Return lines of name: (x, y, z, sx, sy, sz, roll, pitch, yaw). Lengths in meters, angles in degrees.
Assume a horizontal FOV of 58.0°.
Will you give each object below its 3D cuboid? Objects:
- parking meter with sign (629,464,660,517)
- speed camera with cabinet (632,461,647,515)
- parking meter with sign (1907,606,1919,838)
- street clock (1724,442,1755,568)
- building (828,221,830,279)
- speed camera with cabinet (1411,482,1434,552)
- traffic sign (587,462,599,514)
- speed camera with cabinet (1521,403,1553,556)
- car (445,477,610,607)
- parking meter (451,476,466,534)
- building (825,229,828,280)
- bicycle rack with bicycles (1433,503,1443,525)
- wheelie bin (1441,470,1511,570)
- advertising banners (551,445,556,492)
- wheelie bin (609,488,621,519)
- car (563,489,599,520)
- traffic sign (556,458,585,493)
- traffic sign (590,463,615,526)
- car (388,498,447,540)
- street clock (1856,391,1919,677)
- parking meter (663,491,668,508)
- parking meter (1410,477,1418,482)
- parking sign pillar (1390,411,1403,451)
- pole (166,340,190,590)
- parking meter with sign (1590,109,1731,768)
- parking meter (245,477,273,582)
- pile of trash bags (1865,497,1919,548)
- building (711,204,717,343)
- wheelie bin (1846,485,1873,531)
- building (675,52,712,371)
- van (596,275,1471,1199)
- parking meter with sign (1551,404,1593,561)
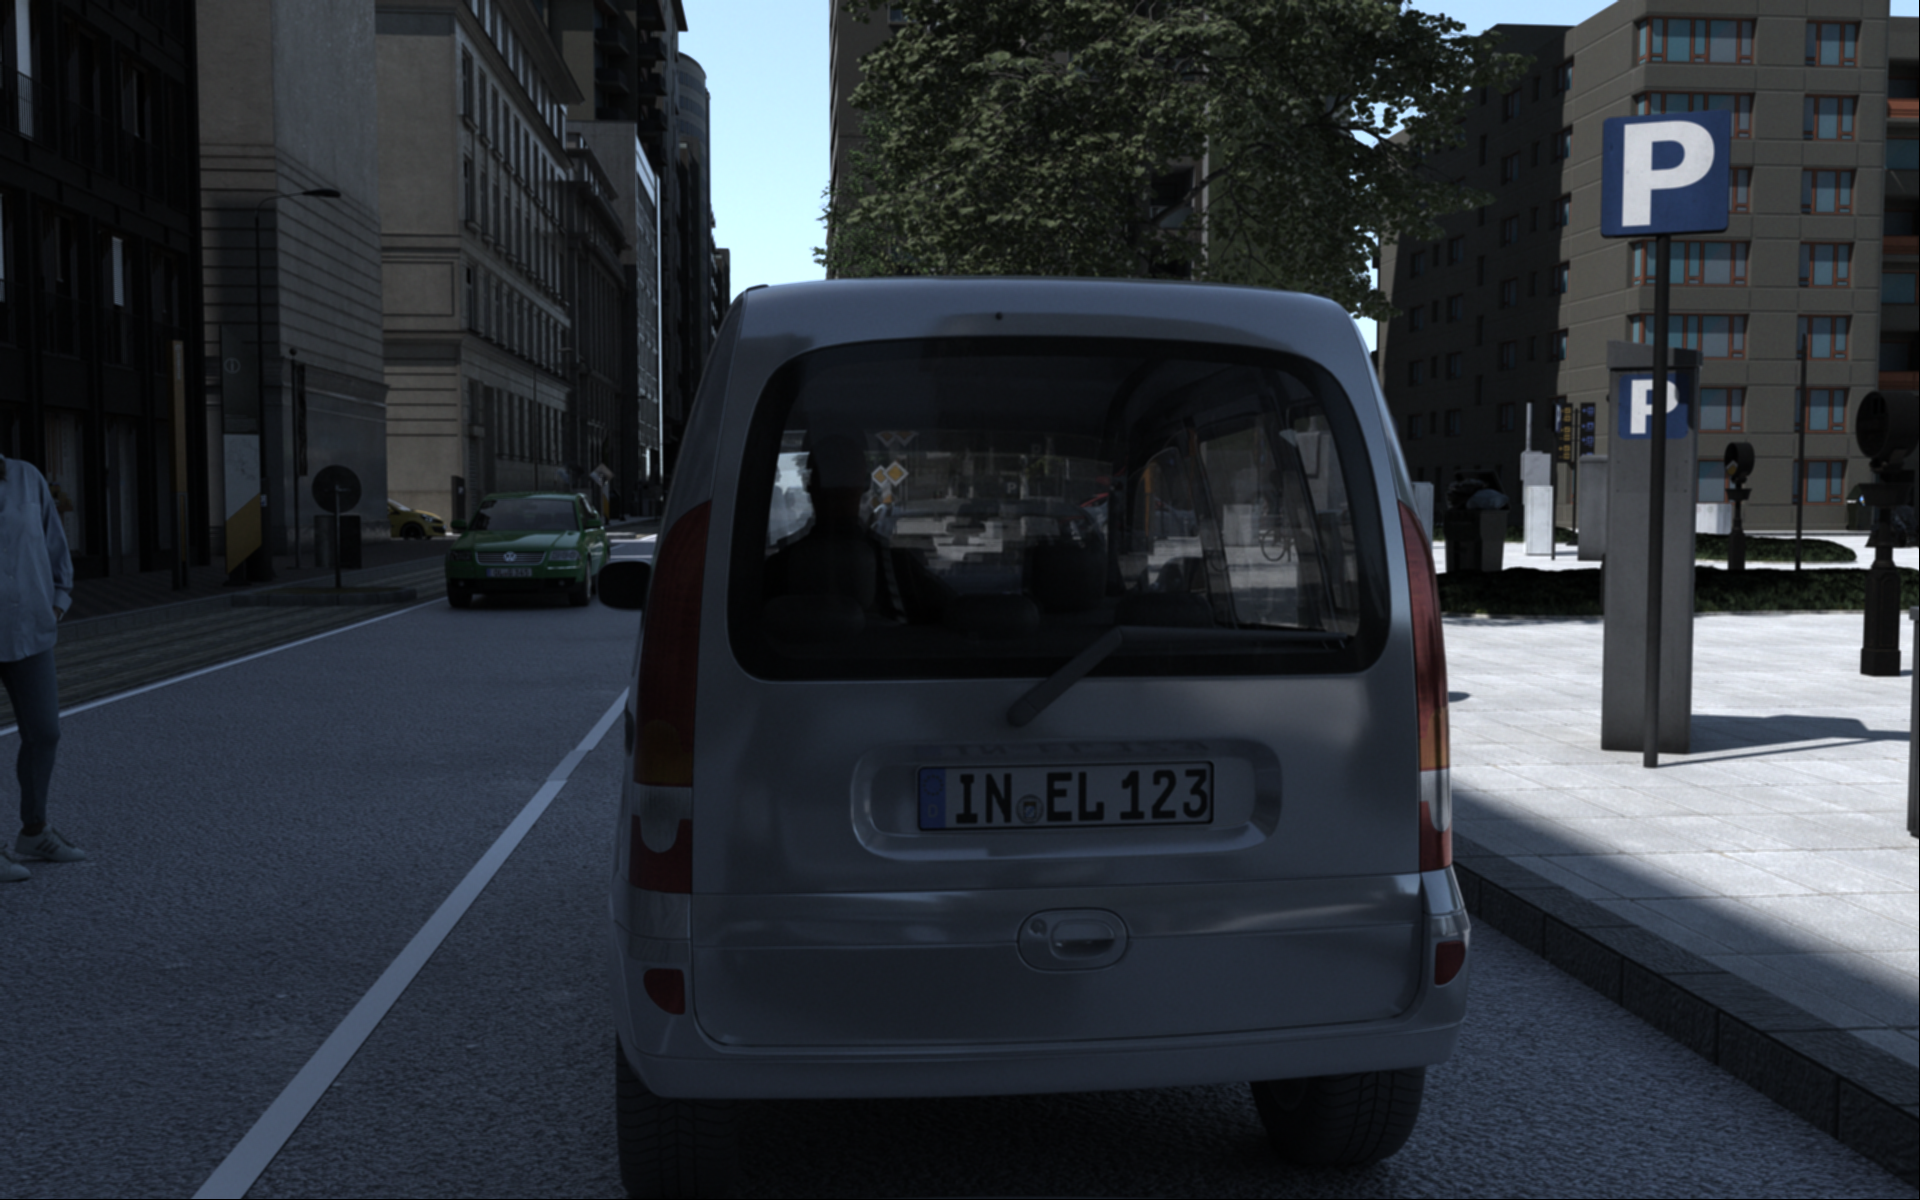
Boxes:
parking meter with sign: (-17.981, -6.269, 98.763, 1.738, 3.016, 0.543, -3, 5, -39)
speed camera with cabinet: (-19.397, -6.751, 104.707, 0.660, 3.252, 2.038, -1, 4, -19)
parking meter with sign: (4.419, -0.611, 6.244, 1.738, 3.016, 0.543, 0, 4, -1)
street clock: (10.912, -1.207, 24.299, 0.358, 2.002, 0.471, 0, 4, 1)
building: (-12.407, -34.947, 254.981, 14.154, 41.232, 14.086, 0, 4, -6)
speed camera with cabinet: (5.722, -1.858, 24.722, 2.038, 3.252, 0.660, 3, 5, 45)
traffic sign: (-14.865, -4.349, 71.117, 0.884, 2.594, 0.081, 0, 4, -3)
speed camera with cabinet: (12.340, -2.604, 36.915, 0.660, 3.252, 2.038, 1, 4, 15)
car: (-5.782, -0.897, 23.460, 1.959, 1.807, 4.718, 0, 4, -7)
parking meter: (-15.960, -3.023, 55.134, 0.255, 1.863, 0.399, 2, 4, 30)
building: (-10.315, -38.042, 276.613, 22.147, 44.769, 28.867, 0, 4, -6)
bicycle rack with bicycles: (17.748, -3.275, 66.927, 2.925, 0.926, 2.852, 2, 4, 30)
wheelie bin: (6.788, -0.910, 22.794, 0.693, 1.594, 0.980, -3, 4, -36)
advertising banners: (-14.241, -3.947, 60.728, 0.090, 3.025, 2.074, -1, 4, -9)
wheelie bin: (-17.568, -4.897, 87.981, 0.693, 1.594, 0.980, -1, 4, -9)
car: (-10.041, -2.103, 43.185, 1.959, 1.807, 4.718, 0, 4, -5)
traffic sign: (-10.711, -2.693, 47.671, 0.795, 2.450, 0.064, 0, 4, -6)
traffic sign: (-11.484, -3.179, 55.618, 0.795, 2.450, 0.064, 0, 4, -6)
car: (-17.265, -2.509, 51.241, 3.980, 1.641, 2.015, 0, 4, -6)
street clock: (6.513, -0.467, 12.199, 0.358, 2.002, 0.471, 0, 4, 1)
parking meter: (-22.031, -7.413, 129.616, 0.372, 1.533, 0.369, 0, 3, 0)
parking meter: (15.042, -3.181, 57.725, 0.399, 1.863, 0.255, -1, 4, -18)
parking sign pillar: (9.616, -3.168, 40.263, 1.447, 3.967, 1.447, -1, 4, -19)
pole: (-10.435, -1.790, 23.108, 0.158, 3.312, 0.155, 0, 3, 0)
parking meter with sign: (3.547, -0.767, 8.808, 0.543, 3.016, 1.738, 1, 4, 22)
parking meter: (-10.312, -1.041, 25.431, 0.372, 1.533, 0.369, 0, 3, 0)
pile of trash bags: (23.581, -1.975, 42.037, 3.447, 1.369, 1.912, -3, 4, -38)
building: (-47.518, -38.959, 256.591, 23.786, 49.044, 30.456, 0, 4, -6)
wheelie bin: (31.045, -3.172, 59.768, 0.693, 1.594, 0.980, 0, 4, -6)
building: (-43.826, -41.911, 227.243, 21.231, 58.520, 28.212, 0, 4, -6)
van: (-0.065, 0.124, 4.976, 2.013, 2.044, 4.112, 0, 4, -7)
parking meter with sign: (12.247, -2.257, 33.164, 1.738, 3.016, 0.543, 2, 4, 29)
